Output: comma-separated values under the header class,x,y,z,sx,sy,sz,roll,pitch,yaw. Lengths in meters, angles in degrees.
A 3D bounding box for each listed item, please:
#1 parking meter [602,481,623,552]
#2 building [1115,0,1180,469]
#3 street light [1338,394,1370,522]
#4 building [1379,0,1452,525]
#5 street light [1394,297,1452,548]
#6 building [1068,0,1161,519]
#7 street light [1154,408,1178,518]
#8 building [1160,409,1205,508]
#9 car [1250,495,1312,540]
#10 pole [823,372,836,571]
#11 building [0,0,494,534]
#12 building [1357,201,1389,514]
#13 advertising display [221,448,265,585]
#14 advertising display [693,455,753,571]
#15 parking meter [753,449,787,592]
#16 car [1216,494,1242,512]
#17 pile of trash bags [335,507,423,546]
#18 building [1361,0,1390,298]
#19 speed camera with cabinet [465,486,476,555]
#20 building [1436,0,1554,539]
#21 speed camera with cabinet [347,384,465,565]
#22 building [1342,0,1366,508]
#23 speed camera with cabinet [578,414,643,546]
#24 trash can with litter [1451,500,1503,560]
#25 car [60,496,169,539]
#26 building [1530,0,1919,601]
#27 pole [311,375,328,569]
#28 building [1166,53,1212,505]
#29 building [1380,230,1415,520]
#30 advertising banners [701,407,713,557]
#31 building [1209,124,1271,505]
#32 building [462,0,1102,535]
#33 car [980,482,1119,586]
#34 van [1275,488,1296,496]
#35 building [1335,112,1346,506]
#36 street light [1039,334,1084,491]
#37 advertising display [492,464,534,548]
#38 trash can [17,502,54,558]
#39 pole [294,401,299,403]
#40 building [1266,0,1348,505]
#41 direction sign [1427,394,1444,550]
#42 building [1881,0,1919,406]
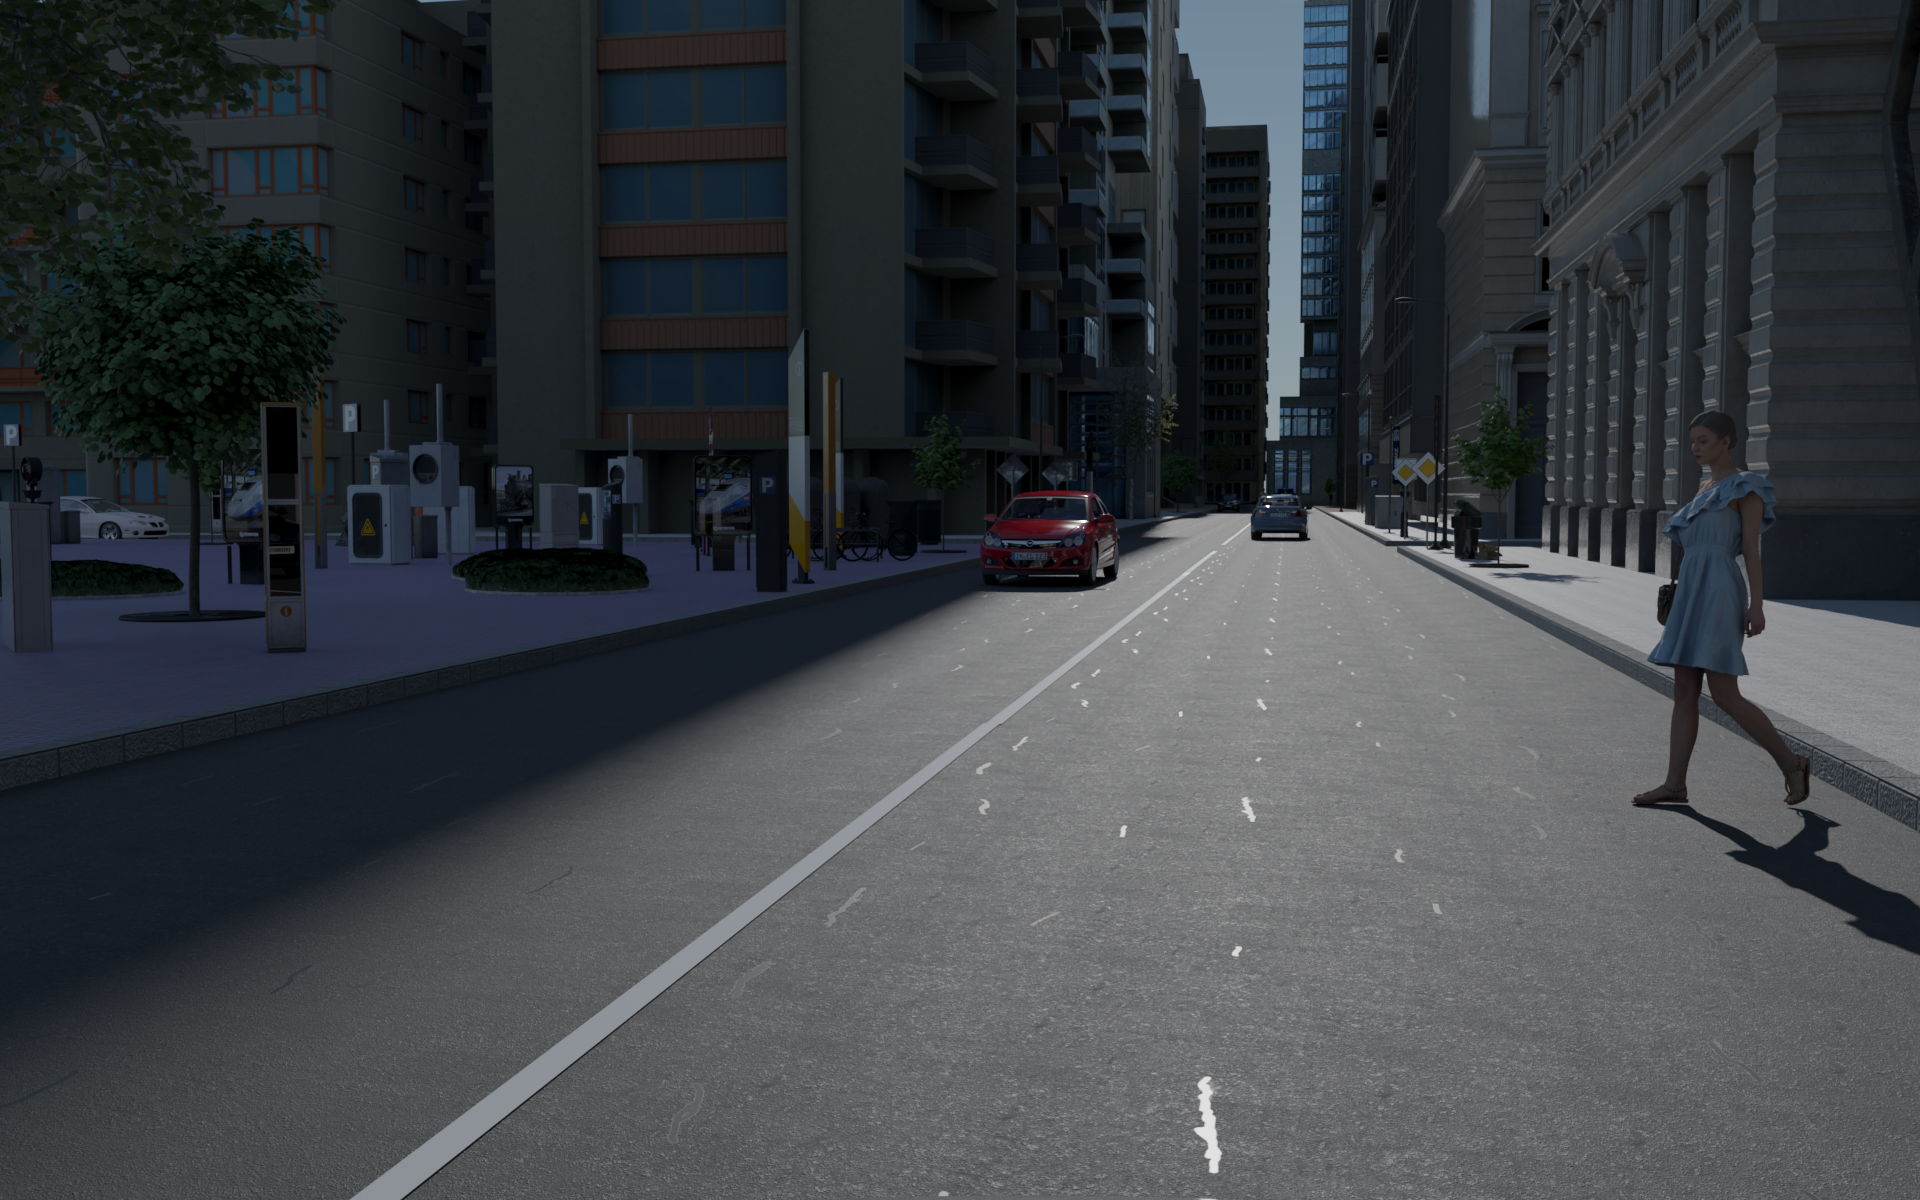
class,x,y,z,sx,sy,sz,roll,pitch,yaw
parking meter,-6.574,-1.490,32.770,0.372,1.533,0.369,0,3,0
building,3.536,-33.706,140.335,28.713,52.752,27.495,1,4,11
street light,18.327,-6.577,80.068,1.470,5.913,1.316,1,4,11
building,25.577,-17.058,72.399,14.314,27.812,24.014,1,4,11
street light,10.955,-4.186,40.978,1.470,5.913,1.316,1,4,11
building,1.314,-48.313,102.584,22.319,86.520,31.000,1,4,11
street light,11.046,-7.399,93.518,1.470,5.913,1.316,1,4,11
building,7.073,-29.018,166.318,32.217,40.220,23.993,1,4,11
car,10.343,-2.688,55.949,2.014,1.417,4.499,1,4,12
pole,-2.187,-2.153,29.037,0.158,3.312,0.155,0,3,0
building,-32.161,-13.869,71.791,28.899,21.520,27.650,1,4,11
building,31.102,-16.115,112.630,9.793,20.994,18.267,1,4,11
advertising display,-10.047,-1.182,24.532,0.974,1.923,0.123,2,4,24
advertising display,-3.950,-1.447,28.874,0.974,1.923,0.123,-1,4,-17
parking meter,-2.488,-1.040,22.709,0.399,1.863,0.255,1,4,15
car,21.539,-7.884,138.688,2.009,1.686,4.222,1,4,10
pile of trash bags,-13.815,-2.001,42.476,3.447,1.369,1.912,3,5,44
building,46.137,-33.504,137.023,28.713,52.752,27.495,1,4,11
speed camera with cabinet,-11.384,-2.593,36.730,2.038,3.252,0.660,0,4,-6
building,25.421,-16.323,52.783,20.117,28.700,13.634,1,4,11
speed camera with cabinet,-10.057,-2.257,31.238,2.038,3.252,0.660,1,4,20
building,47.391,-38.098,164.905,21.231,58.520,28.212,1,4,11
speed camera with cabinet,-8.805,-2.988,43.190,2.038,3.252,0.660,3,4,38
trash can with litter,10.200,-1.389,34.094,0.624,1.170,1.055,-3,4,-37
car,-25.853,-2.380,51.274,4.827,1.381,2.083,1,4,11
building,16.163,-12.213,28.562,11.050,23.489,19.941,1,4,11
pole,-10.988,-2.193,29.702,0.158,3.312,0.155,0,3,0
building,15.746,-34.639,190.048,21.600,48.544,21.300,1,4,11
building,28.657,-14.034,94.076,10.561,19.102,19.286,1,4,11
advertising banners,-5.248,-2.429,35.903,0.090,3.025,2.074,-1,4,-14
building,28.054,-36.398,218.812,21.600,48.544,21.300,1,4,11
building,-6.347,-25.208,66.771,22.147,44.769,28.867,1,4,11
car,1.537,-1.197,28.609,2.155,1.783,4.494,1,4,12
van,35.221,-11.199,187.489,2.240,2.365,5.245,1,4,10
building,48.039,-30.821,187.509,14.154,41.232,14.086,1,4,11
street light,2.896,-4.769,50.514,1.470,5.913,1.316,1,4,11
advertising display,-9.796,-2.004,37.986,0.123,1.923,0.974,3,5,44
trash can,-17.218,-1.254,32.156,0.748,1.137,0.748,0,3,0
pole,-12.651,-2.397,33.027,0.158,3.312,0.155,0,3,0
building,53.988,-55.082,213.257,31.000,86.520,22.319,1,4,11
direction sign,10.932,-2.919,39.723,0.379,3.537,0.876,1,4,22
building,15.385,-8.730,10.184,16.820,18.784,16.811,1,4,11
